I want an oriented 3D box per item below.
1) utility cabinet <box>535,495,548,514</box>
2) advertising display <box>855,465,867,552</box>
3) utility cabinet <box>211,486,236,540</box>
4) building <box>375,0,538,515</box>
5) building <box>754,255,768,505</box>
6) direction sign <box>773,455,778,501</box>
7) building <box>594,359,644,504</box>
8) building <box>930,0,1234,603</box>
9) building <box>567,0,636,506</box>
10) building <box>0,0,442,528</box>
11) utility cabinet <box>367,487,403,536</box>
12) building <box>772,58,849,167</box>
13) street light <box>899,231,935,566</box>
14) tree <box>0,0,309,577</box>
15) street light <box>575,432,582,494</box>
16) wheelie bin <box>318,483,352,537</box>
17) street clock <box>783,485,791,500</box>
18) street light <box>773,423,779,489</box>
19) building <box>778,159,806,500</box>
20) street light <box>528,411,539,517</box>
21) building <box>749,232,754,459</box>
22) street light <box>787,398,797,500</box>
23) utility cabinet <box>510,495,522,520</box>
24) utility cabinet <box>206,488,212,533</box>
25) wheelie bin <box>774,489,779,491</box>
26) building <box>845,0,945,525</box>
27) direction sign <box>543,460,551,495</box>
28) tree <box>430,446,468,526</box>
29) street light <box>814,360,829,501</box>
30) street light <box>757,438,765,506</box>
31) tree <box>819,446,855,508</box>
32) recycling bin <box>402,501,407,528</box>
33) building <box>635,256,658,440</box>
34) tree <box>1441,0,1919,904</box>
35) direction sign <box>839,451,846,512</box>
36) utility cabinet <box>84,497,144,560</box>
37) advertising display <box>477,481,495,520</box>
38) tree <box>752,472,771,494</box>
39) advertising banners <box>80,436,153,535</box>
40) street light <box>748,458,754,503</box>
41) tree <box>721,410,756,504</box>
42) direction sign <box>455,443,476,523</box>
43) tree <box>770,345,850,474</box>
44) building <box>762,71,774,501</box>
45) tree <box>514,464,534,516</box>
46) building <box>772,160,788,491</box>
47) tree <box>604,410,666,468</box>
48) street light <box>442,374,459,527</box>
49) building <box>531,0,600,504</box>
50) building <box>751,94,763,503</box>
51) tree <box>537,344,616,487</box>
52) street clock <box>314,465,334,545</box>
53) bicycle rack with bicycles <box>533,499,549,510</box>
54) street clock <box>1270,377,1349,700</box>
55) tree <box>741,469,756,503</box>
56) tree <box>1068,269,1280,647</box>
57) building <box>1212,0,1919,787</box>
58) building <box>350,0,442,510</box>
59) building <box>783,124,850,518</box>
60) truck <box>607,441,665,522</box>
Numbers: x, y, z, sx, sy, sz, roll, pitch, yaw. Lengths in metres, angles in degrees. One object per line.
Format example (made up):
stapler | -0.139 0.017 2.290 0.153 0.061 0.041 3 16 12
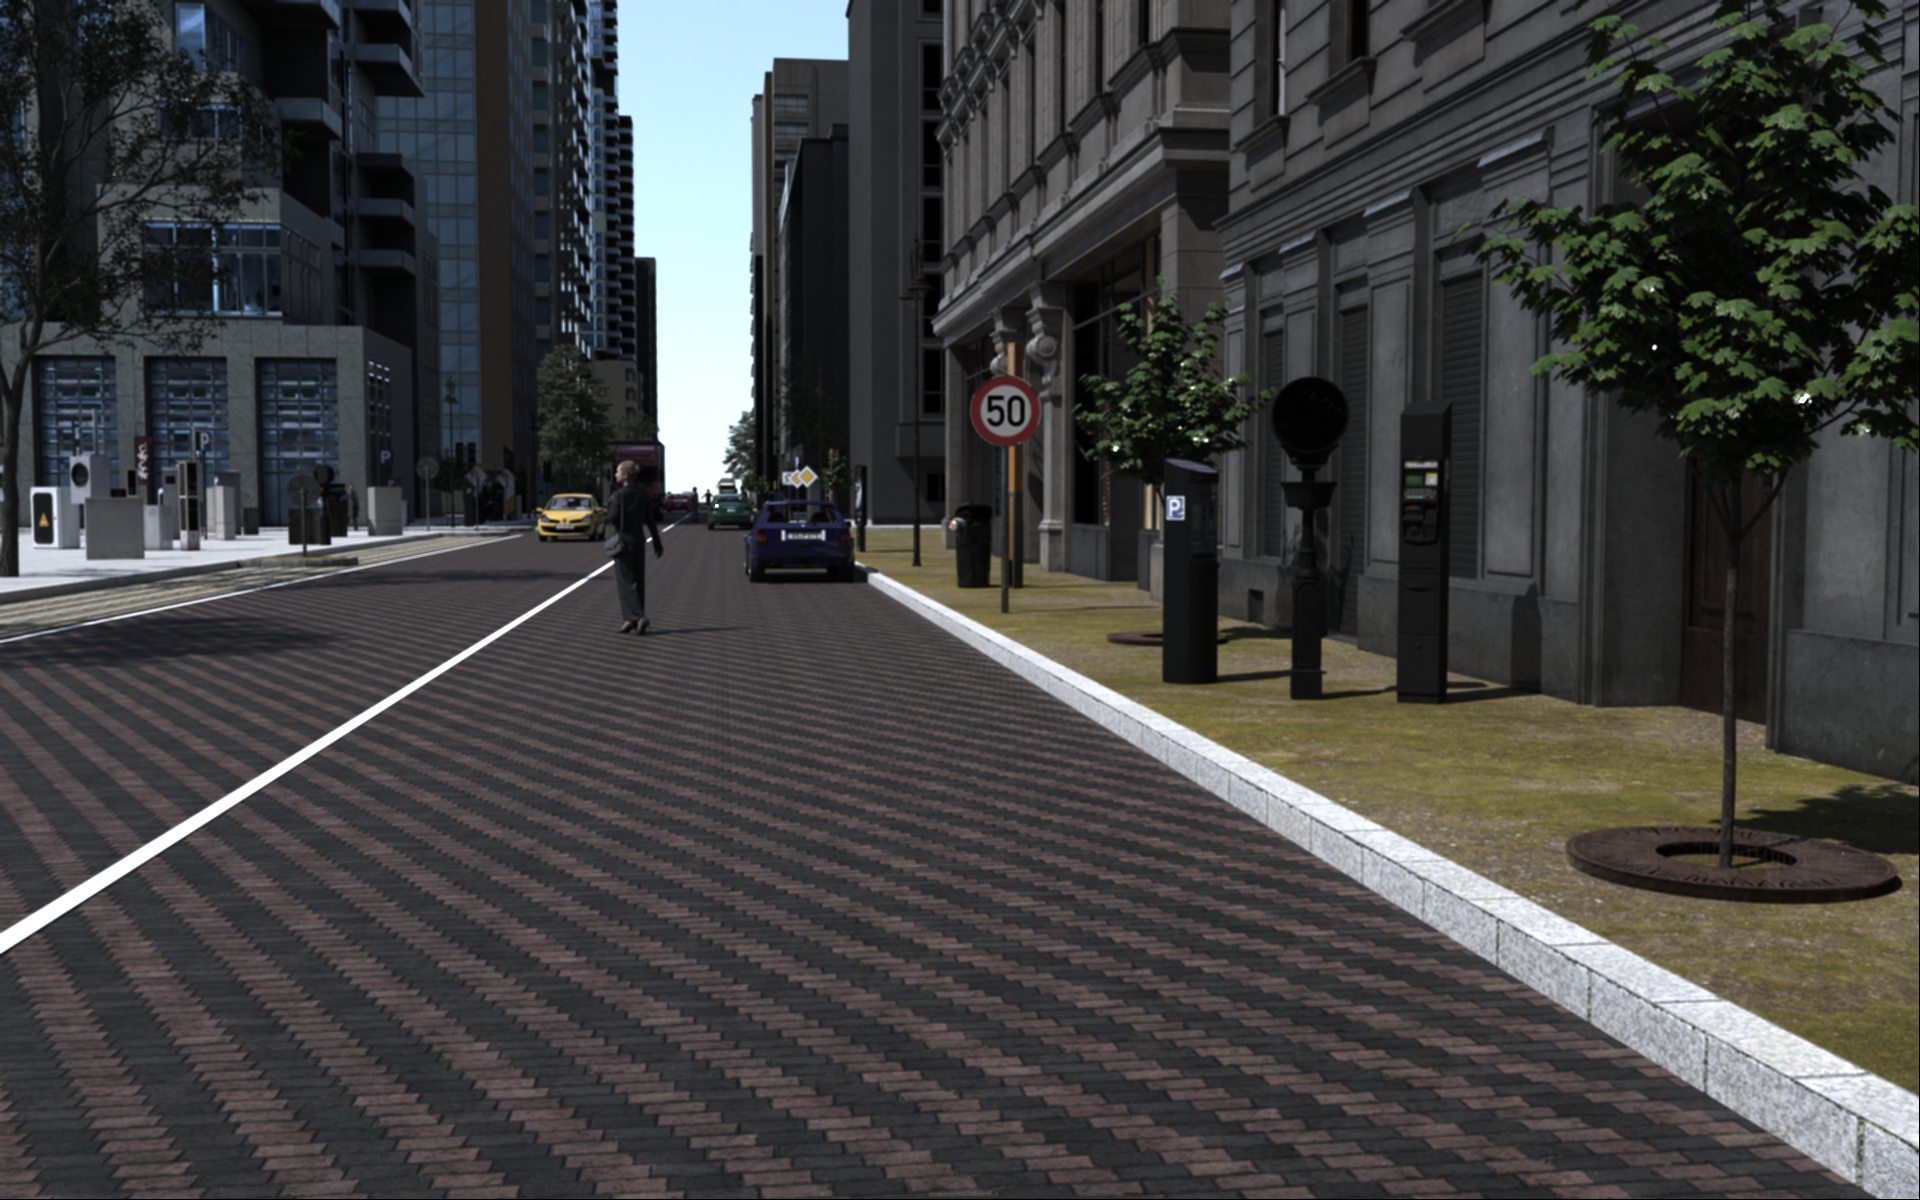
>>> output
utility cabinet | -26.512 -6.030 109.747 0.306 1.237 1.020 2 4 25
advertising display | -2.205 -2.036 38.497 0.123 1.923 0.974 -1 4 -13
utility cabinet | -20.466 -2.419 48.230 0.318 1.500 1.173 -2 4 -35
building | -34.942 -28.142 110.237 14.600 45.320 14.200 0 4 -8
building | -17.941 -26.879 211.180 14.160 30.474 14.107 0 4 -8
direction sign | -10.672 -6.625 100.316 0.379 3.537 0.876 -1 4 -21
building | -57.984 -23.981 237.120 27.650 21.520 28.899 0 4 -8
building | 4.128 -11.546 39.679 10.553 20.767 40.483 0 4 -8
building | -59.785 -58.277 265.506 22.319 86.520 31.000 0 4 -8
building | -36.039 -46.809 78.002 22.319 86.520 31.000 0 4 -8
utility cabinet | -17.508 -2.693 52.715 0.318 1.500 1.173 2 4 23
building | -10.983 -29.567 167.008 14.154 41.232 14.086 0 4 -8
street light | -0.769 -3.542 30.694 0.468 5.910 1.993 0 4 -8
tree | -14.587 -5.615 26.225 8.767 10.594 7.601 -2 4 -31
street light | -27.705 -9.361 125.844 0.468 5.910 1.993 0 4 -8
wheelie bin | -18.638 -2.682 51.753 0.980 1.594 0.693 -3 5 -39
street clock | -8.095 -4.673 80.969 0.358 2.002 0.471 -2 4 -28
street light | -11.963 -8.554 112.646 0.468 5.910 1.993 0 4 -8
building | -7.548 -19.269 133.067 12.078 24.808 19.932 0 4 -8
street light | -23.620 -7.538 96.040 0.468 5.910 1.993 0 4 -8
building | -23.401 -40.786 286.463 23.786 49.044 30.456 0 4 -8
street light | -8.087 -6.757 83.271 0.468 5.910 1.993 0 4 -8
utility cabinet | -21.729 -4.499 84.722 0.306 1.237 1.020 -2 4 -31
utility cabinet | -24.277 -2.954 56.979 0.318 1.500 1.173 1 4 15
wheelie bin | -11.457 -6.152 108.500 0.693 1.594 0.980 1 4 16
building | 7.425 -17.358 77.305 24.014 27.812 14.314 0 4 -8
direction sign | -27.855 -7.642 116.951 0.379 3.537 0.876 1 4 22
tree | -20.495 -4.590 69.649 1.663 3.219 1.824 0 3 0
street light | -4.823 -5.337 60.044 0.468 5.910 1.993 0 4 -8
street light | -16.211 -10.374 142.409 0.468 5.910 1.993 0 4 -8
tree | -4.738 -4.521 68.518 1.663 3.219 1.824 0 3 0
recycling bin | -21.654 -3.295 66.429 0.722 1.027 0.722 0 4 -4
building | -57.996 -37.079 289.843 14.154 41.232 14.086 0 4 -8
tree | 2.723 -0.681 5.740 1.663 3.219 1.824 0 3 0
direction sign | -6.413 -6.114 91.959 0.876 3.537 0.379 -2 4 -32
utility cabinet | -16.610 -1.397 34.011 1.020 1.237 0.306 -2 4 -31
advertising display | -23.433 -4.919 85.643 0.974 1.923 0.123 2 4 24
tree | -17.016 -9.450 149.113 1.663 3.219 1.824 0 3 0
advertising banners | -25.404 -3.427 52.214 2.074 3.025 0.090 -1 4 -11
street light | -22.533 -13.213 188.823 0.468 5.910 1.993 0 4 -8
tree | -28.479 -19.353 234.546 7.486 12.596 7.792 0 3 0
direction sign | -21.745 -5.154 76.268 0.876 3.537 0.379 0 4 -1
tree | -7.400 -8.343 86.768 4.737 8.622 4.395 0 3 0
building | -13.533 -32.513 181.702 14.600 45.320 14.200 0 4 -8
tree | -25.316 -6.470 100.385 1.663 3.219 1.824 0 3 0
building | -9.546 -23.340 153.316 14.160 30.474 14.107 0 4 -8
tree | -40.517 -17.743 215.850 9.928 11.665 9.643 0 3 0
street light | -19.577 -5.743 66.688 0.468 5.910 1.993 0 4 -8
building | -44.982 -32.691 154.110 23.786 49.044 30.456 0 4 -8
building | -20.206 -43.735 257.058 21.231 58.520 28.212 0 4 -8
tree | -29.961 -13.026 131.100 7.486 12.596 7.792 0 3 0
street clock | -15.936 -2.378 43.446 0.471 2.002 0.358 2 4 23
bicycle rack with bicycles | -31.834 -7.166 130.554 2.852 0.926 2.925 -2 4 -25
street clock | 2.173 -0.382 10.820 0.471 2.002 0.358 0 4 8
tree | -27.291 -14.905 227.410 4.285 4.588 4.351 0 3 0
tree | 1.751 -1.254 15.104 1.663 3.219 1.824 0 3 0
building | 8.569 -9.811 9.559 9.793 20.994 18.267 0 4 -8
building | -49.350 -53.251 183.326 22.319 86.520 31.000 0 4 -8
building | -3.283 -17.636 107.411 14.314 24.678 30.058 0 4 -8
truck | -17.296 -6.388 93.353 2.839 4.237 11.283 0 4 -8
